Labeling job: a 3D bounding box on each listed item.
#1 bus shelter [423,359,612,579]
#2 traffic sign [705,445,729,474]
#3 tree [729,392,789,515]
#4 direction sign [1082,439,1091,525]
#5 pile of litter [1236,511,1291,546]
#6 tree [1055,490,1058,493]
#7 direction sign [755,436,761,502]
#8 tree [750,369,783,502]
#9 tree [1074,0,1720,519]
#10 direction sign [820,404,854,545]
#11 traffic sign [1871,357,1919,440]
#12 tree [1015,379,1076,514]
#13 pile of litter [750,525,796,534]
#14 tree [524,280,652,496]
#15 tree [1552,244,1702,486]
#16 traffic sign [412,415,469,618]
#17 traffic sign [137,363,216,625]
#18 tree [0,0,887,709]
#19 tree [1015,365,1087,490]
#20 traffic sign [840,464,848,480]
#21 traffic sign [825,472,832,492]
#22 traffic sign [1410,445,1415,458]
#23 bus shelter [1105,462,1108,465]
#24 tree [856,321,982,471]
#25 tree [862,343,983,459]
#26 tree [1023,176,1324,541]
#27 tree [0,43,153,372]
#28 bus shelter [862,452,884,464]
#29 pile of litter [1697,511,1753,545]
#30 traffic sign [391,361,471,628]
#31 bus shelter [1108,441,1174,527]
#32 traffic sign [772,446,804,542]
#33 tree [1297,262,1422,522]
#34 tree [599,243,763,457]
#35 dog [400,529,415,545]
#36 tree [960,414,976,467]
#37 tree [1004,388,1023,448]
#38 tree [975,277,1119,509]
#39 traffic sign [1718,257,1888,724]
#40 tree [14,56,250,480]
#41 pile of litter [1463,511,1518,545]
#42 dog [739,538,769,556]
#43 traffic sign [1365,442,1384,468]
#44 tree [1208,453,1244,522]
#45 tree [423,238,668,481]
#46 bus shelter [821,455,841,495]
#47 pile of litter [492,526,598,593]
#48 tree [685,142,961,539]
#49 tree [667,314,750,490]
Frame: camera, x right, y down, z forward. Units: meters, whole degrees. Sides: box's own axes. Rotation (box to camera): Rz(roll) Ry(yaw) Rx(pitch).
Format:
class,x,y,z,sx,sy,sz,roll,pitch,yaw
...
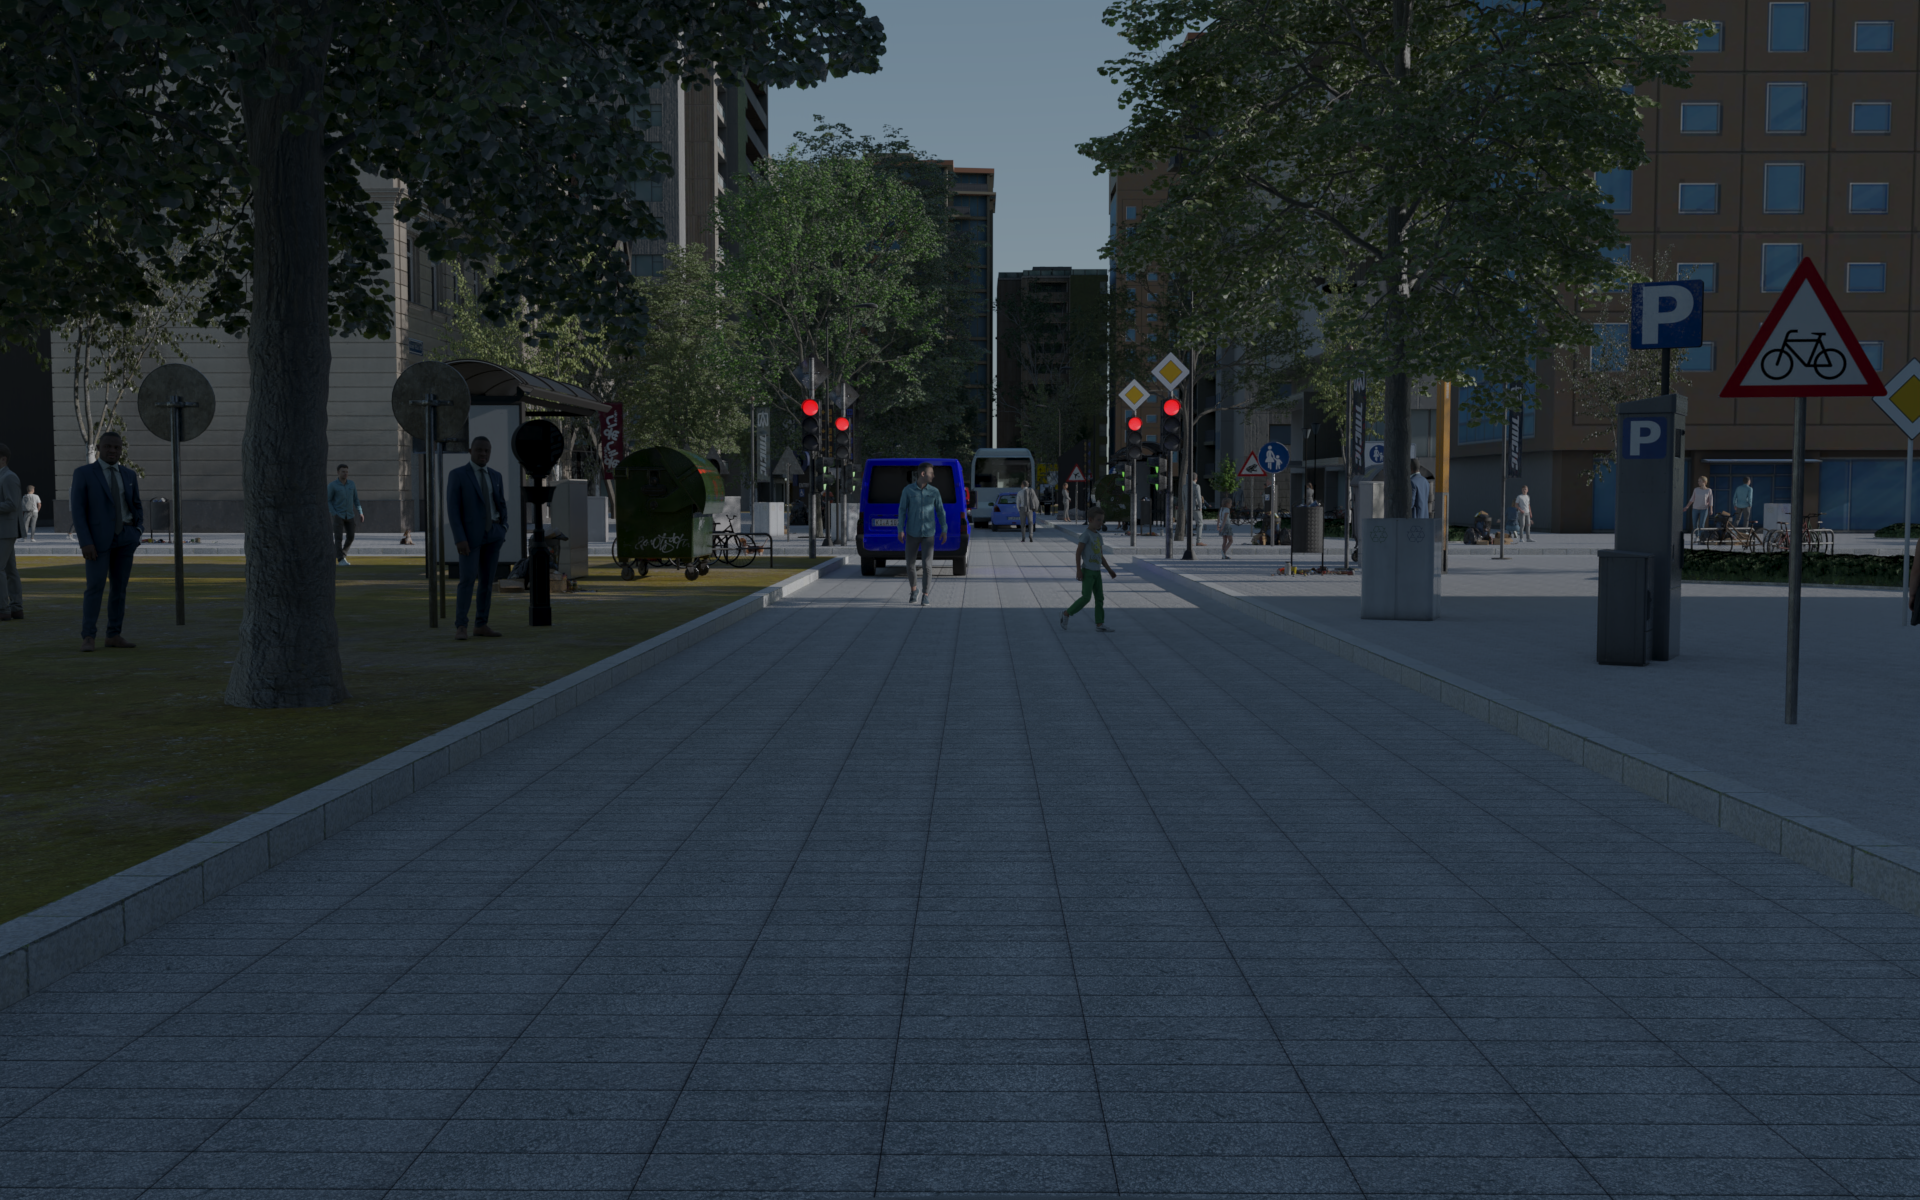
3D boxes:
class,x,y,z,sx,sy,sz,roll,pitch,yaw
bus shelter,-7.334,-2.126,28.686,2.014,3.302,5.546,0,4,1
traffic sign,-6.580,-2.821,46.132,0.884,2.594,0.081,0,4,5
tree,-12.373,-9.395,103.972,4.360,8.622,3.978,0,3,0
direction sign,5.256,-4.883,71.840,0.379,3.537,0.876,1,4,23
pile of litter,7.844,-1.811,43.578,1.719,0.858,1.176,2,4,32
tree,6.590,-7.376,115.203,1.663,3.219,1.824,0,3,0
direction sign,-7.708,-4.564,66.617,0.379,3.537,0.876,1,4,13
tree,-11.595,-8.925,96.286,4.737,8.622,4.395,0,3,0
tree,5.263,-6.300,21.128,7.486,12.596,7.792,0,3,0
direction sign,-3.108,-3.170,43.834,0.876,3.537,0.379,1,4,11
traffic sign,9.202,-1.040,16.736,0.795,2.593,0.064,0,4,2
tree,5.590,-9.702,108.984,4.737,8.622,4.395,0,3,0
pile of litter,-6.006,-2.532,55.362,1.719,0.858,1.176,-1,4,-22
tree,-12.571,-6.631,58.773,4.360,8.622,3.978,0,3,0
tree,20.070,-6.192,51.608,4.360,8.622,3.978,0,3,0
traffic sign,-5.342,-0.960,17.833,0.606,2.300,0.079,0,4,5
traffic sign,-7.638,-1.027,16.893,0.768,2.556,0.104,0,4,1
tree,-4.174,-6.344,10.375,9.857,13.997,8.962,0,3,0
tree,5.440,-8.971,97.046,4.360,8.622,3.978,0,3,0
traffic sign,-4.730,-4.519,73.988,0.768,2.556,0.104,0,4,4
traffic sign,-6.198,-4.746,79.721,0.606,2.300,0.079,0,4,7
traffic sign,8.923,-2.019,35.145,0.606,2.300,0.079,1,4,9
bus shelter,8.354,-5.611,85.666,2.014,3.302,5.546,0,4,1
tree,-3.242,-11.970,112.718,9.611,12.733,9.660,0,3,0
tree,-2.643,-10.283,102.545,8.767,10.594,7.601,1,4,9
tree,6.324,-6.887,47.011,7.601,10.594,8.767,1,4,13
tree,-11.871,-4.308,20.802,4.737,8.622,4.395,0,3,0
bus shelter,-3.668,-5.590,85.324,2.014,3.302,5.546,0,4,1
pile of litter,19.420,-1.816,43.652,1.719,0.858,1.176,0,4,5
traffic sign,-5.059,-1.007,16.569,0.768,2.556,0.104,0,4,2
bus shelter,7.205,-4.595,69.046,2.014,3.302,5.546,0,4,1
traffic sign,-4.620,-2.845,46.519,0.884,2.594,0.081,1,4,10
tree,12.379,-6.377,54.630,4.737,8.622,4.395,0,3,0
tree,-12.523,-9.781,78.049,7.486,12.596,7.792,0,3,0
dog,-13.943,-1.597,43.851,0.550,0.427,0.748,0,4,7
tree,-1.791,-16.312,184.824,7.486,12.596,7.792,0,3,0
tree,7.124,-12.150,133.068,8.767,10.594,7.601,3,5,45
tree,7.617,-17.922,148.913,12.611,20.169,13.585,0,3,0
traffic sign,4.639,-0.587,9.595,0.884,2.594,0.081,0,4,6
tree,-12.963,-4.639,26.210,4.360,8.622,3.978,0,3,0
pile of litter,13.531,-1.841,44.064,1.719,0.858,1.176,-1,4,-21
dog,-4.392,-1.069,36.772,0.406,0.507,0.540,3,5,41
traffic sign,8.118,-1.929,33.671,0.606,2.300,0.079,0,4,3
tree,12.615,-5.298,81.221,1.663,3.219,1.824,0,3,0
tree,-10.466,-5.708,43.687,4.737,8.622,4.395,0,3,0
bus shelter,-6.711,-5.936,90.985,2.014,3.302,5.546,0,4,1
pile of litter,-5.595,-0.543,22.841,1.719,0.858,1.176,3,4,38
tree,-4.119,-7.623,50.384,9.928,11.665,9.643,0,3,0
tree,-11.171,-7.332,70.244,4.737,8.622,4.395,0,3,0
